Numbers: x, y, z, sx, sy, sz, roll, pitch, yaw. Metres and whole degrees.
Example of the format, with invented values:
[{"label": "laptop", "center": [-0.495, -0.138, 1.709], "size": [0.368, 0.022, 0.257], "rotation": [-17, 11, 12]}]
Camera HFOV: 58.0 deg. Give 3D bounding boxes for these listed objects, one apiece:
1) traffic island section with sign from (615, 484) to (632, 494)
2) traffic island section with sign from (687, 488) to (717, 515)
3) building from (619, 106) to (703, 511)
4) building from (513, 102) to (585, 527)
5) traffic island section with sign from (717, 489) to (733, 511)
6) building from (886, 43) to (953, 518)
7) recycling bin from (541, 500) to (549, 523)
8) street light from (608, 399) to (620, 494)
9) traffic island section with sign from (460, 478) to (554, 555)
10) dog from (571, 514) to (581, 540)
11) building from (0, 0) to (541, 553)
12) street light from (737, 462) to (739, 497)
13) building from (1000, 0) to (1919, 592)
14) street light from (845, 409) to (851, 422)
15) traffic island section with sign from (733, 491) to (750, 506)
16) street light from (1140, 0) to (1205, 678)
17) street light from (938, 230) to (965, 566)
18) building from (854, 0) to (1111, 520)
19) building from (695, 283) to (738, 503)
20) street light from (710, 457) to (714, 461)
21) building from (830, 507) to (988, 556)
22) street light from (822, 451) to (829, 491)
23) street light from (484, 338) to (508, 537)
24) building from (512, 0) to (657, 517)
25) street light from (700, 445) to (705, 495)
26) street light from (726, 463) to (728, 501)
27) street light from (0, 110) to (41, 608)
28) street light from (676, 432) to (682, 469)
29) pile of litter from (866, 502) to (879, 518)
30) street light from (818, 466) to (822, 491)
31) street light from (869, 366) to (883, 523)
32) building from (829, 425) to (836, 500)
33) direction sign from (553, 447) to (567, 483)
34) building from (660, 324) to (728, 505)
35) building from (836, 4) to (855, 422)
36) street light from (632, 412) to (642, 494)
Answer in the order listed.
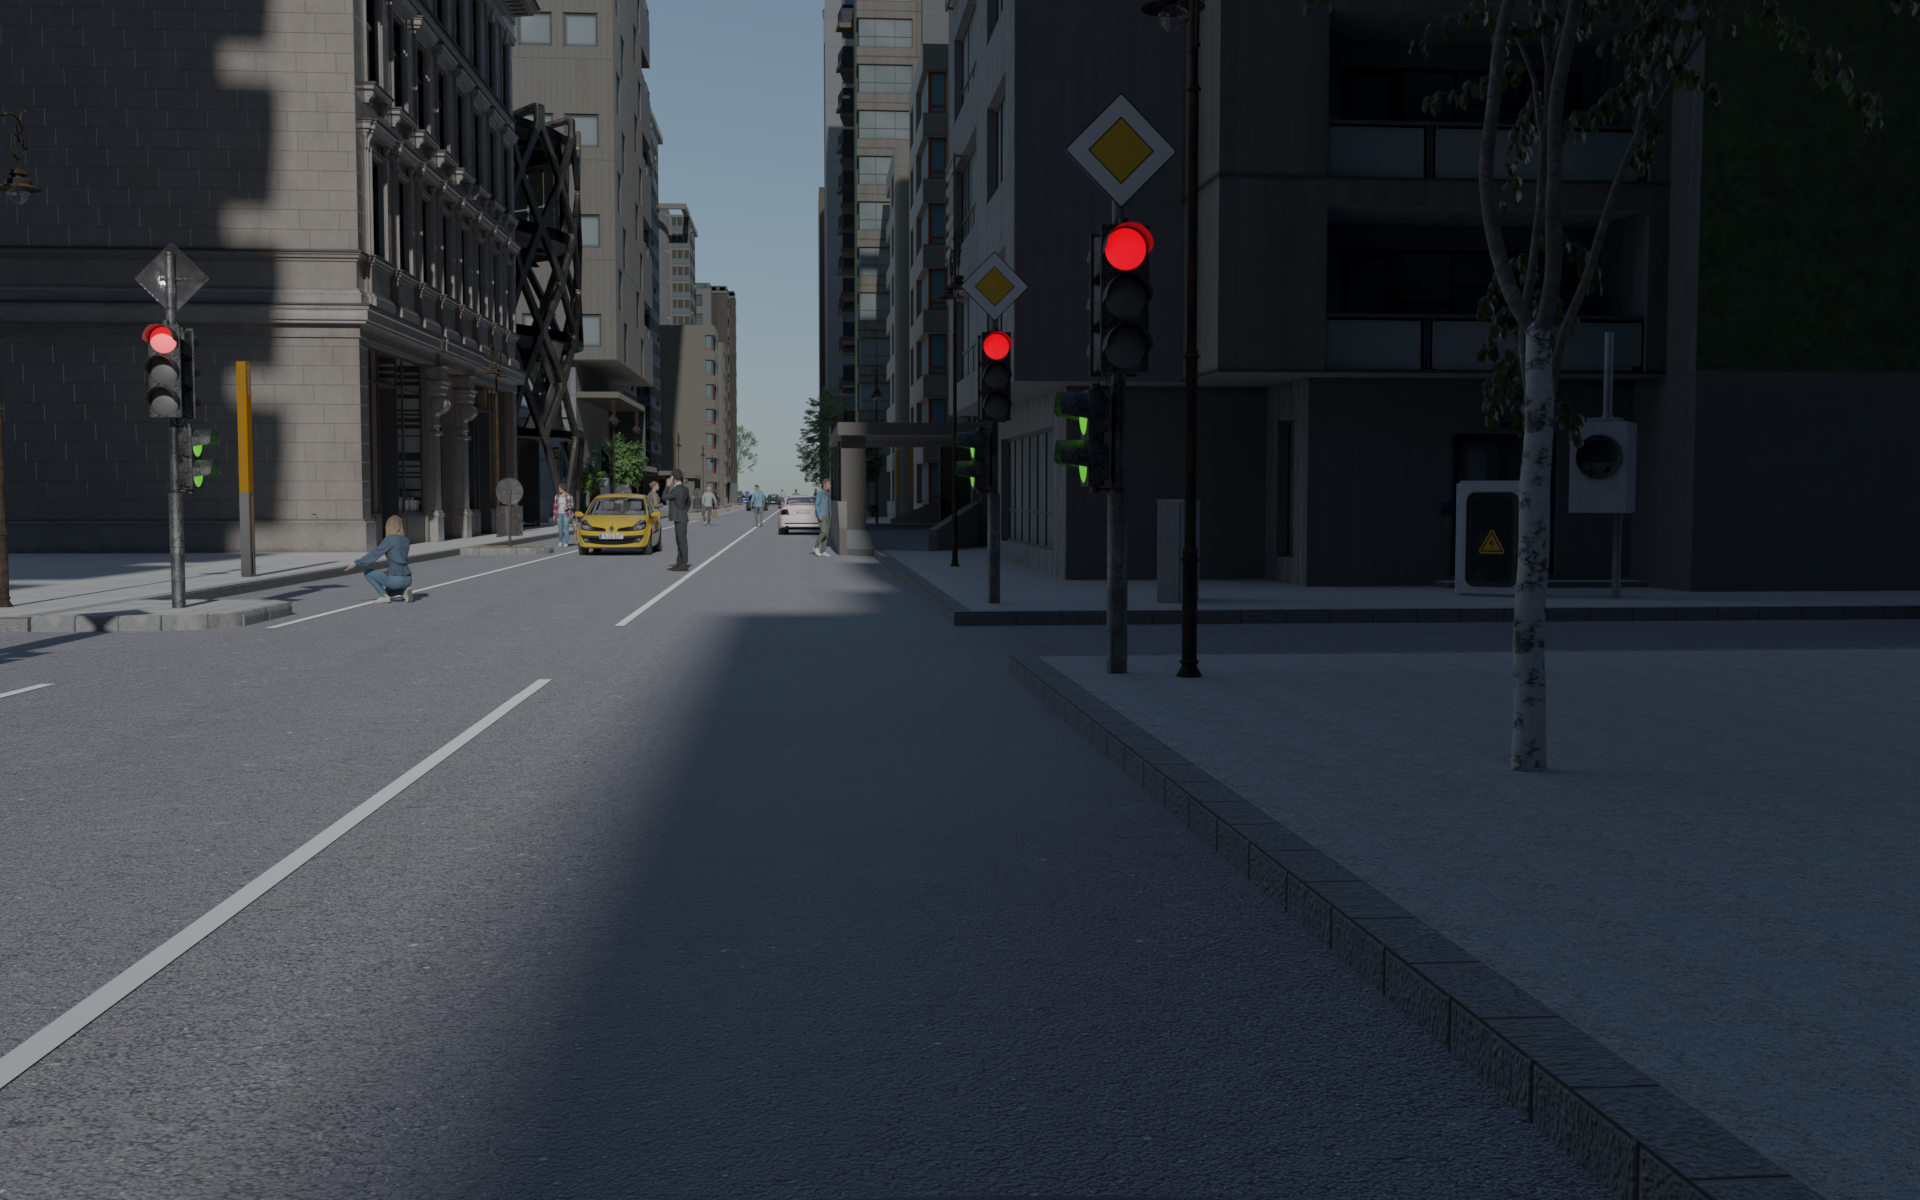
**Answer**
[{"label": "traffic island section with sign", "center": [-13.350, -3.684, 68.857], "size": [1.989, 1.847, 2.006], "rotation": [0, 4, -5]}, {"label": "traffic island section with sign", "center": [-17.923, -6.733, 118.718], "size": [1.989, 1.847, 2.006], "rotation": [0, 4, -5]}, {"label": "building", "center": [-39.945, -28.372, 155.766], "size": [32.217, 40.220, 23.993], "rotation": [0, 4, -5]}, {"label": "building", "center": [-23.296, -12.184, 66.663], "size": [16.820, 18.784, 16.811], "rotation": [0, 4, -5]}, {"label": "traffic island section with sign", "center": [-20.380, -8.375, 145.561], "size": [1.989, 1.847, 2.006], "rotation": [0, 4, -5]}, {"label": "building", "center": [11.028, -14.517, 82.389], "size": [27.650, 21.520, 28.899], "rotation": [0, 4, -5]}, {"label": "recycling bin", "center": [-18.973, -3.995, 77.875], "size": [0.722, 1.027, 0.722], "rotation": [3, 5, 40]}, {"label": "street light", "center": [-16.741, -6.796, 83.900], "size": [0.468, 5.910, 1.993], "rotation": [0, 4, -5]}, {"label": "traffic island section with sign", "center": [-10.865, -2.024, 41.717], "size": [1.989, 1.847, 2.006], "rotation": [0, 4, -5]}, {"label": "dog", "center": [-11.867, -2.298, 54.405], "size": [0.800, 0.831, 0.513], "rotation": [1, 4, 18]}, {"label": "building", "center": [-17.586, -11.468, 38.409], "size": [10.553, 20.767, 40.483], "rotation": [0, 4, -5]}, {"label": "street light", "center": [-31.299, -16.560, 243.536], "size": [0.468, 5.910, 1.993], "rotation": [0, 4, -5]}, {"label": "building", "center": [7.239, -21.079, 28.236], "size": [14.086, 41.232, 14.154], "rotation": [0, 4, -5]}, {"label": "street light", "center": [-5.988, -7.462, 94.796], "size": [0.468, 5.910, 1.993], "rotation": [0, 4, -5]}, {"label": "traffic island section with sign", "center": [-25.493, -11.790, 201.396], "size": [1.989, 1.847, 2.006], "rotation": [0, 4, -5]}, {"label": "street light", "center": [1.611, -2.398, 11.998], "size": [0.468, 5.910, 1.993], "rotation": [0, 4, -5]}, {"label": "street light", "center": [-0.091, -3.535, 30.585], "size": [0.468, 5.910, 1.993], "rotation": [0, 4, -5]}, {"label": "building", "center": [0.630, -25.713, 104.005], "size": [14.154, 41.232, 14.086], "rotation": [0, 4, -5]}, {"label": "building", "center": [-37.775, -28.425, 236.452], "size": [14.160, 30.474, 14.107], "rotation": [0, 4, -5]}, {"label": "street light", "center": [-25.486, -12.582, 178.506], "size": [0.468, 5.910, 1.993], "rotation": [0, 4, -5]}, {"label": "building", "center": [12.608, -21.747, 47.437], "size": [32.217, 40.220, 23.993], "rotation": [0, 4, -5]}, {"label": "street light", "center": [-14.608, -13.248, 189.386], "size": [0.468, 5.910, 1.993], "rotation": [0, 4, -5]}, {"label": "street light", "center": [-13.782, -4.819, 51.581], "size": [0.468, 5.910, 1.993], "rotation": [0, 4, -5]}, {"label": "building", "center": [-33.382, -31.591, 105.744], "size": [28.713, 52.752, 27.495], "rotation": [0, 4, -5]}, {"label": "street light", "center": [-23.784, -11.476, 160.413], "size": [0.468, 5.910, 1.993], "rotation": [0, 4, -5]}, {"label": "street light", "center": [-28.434, -14.595, 211.423], "size": [0.468, 5.910, 1.993], "rotation": [0, 4, -5]}, {"label": "street light", "center": [-10.843, -2.855, 19.475], "size": [0.468, 5.910, 1.993], "rotation": [0, 4, -5]}, {"label": "street light", "center": [-20.832, -9.512, 128.308], "size": [0.468, 5.910, 1.993], "rotation": [0, 4, -5]}, {"label": "pile of litter", "center": [-5.032, -4.955, 94.979], "size": [1.176, 0.858, 1.719], "rotation": [-1, 4, -9]}, {"label": "street light", "center": [-17.518, -15.212, 221.495], "size": [0.468, 5.910, 1.993], "rotation": [0, 4, -5]}, {"label": "street light", "center": [-3.017, -5.499, 62.692], "size": [0.468, 5.910, 1.993], "rotation": [0, 4, -5]}, {"label": "building", "center": [-0.382, -51.468, 154.178], "size": [22.319, 86.520, 31.000], "rotation": [0, 4, -5]}, {"label": "direction sign", "center": [-19.098, -5.561, 82.914], "size": [0.876, 3.537, 0.379], "rotation": [1, 4, 20]}, {"label": "building", "center": [-40.217, -21.133, 190.571], "size": [27.650, 21.520, 28.899], "rotation": [0, 4, -5]}, {"label": "building", "center": [2.252, -28.804, 125.571], "size": [22.147, 44.769, 28.867], "rotation": [0, 4, -5]}, {"label": "street light", "center": [-17.917, -7.548, 96.199], "size": [0.468, 5.910, 1.993], "rotation": [0, 4, -5]}]
